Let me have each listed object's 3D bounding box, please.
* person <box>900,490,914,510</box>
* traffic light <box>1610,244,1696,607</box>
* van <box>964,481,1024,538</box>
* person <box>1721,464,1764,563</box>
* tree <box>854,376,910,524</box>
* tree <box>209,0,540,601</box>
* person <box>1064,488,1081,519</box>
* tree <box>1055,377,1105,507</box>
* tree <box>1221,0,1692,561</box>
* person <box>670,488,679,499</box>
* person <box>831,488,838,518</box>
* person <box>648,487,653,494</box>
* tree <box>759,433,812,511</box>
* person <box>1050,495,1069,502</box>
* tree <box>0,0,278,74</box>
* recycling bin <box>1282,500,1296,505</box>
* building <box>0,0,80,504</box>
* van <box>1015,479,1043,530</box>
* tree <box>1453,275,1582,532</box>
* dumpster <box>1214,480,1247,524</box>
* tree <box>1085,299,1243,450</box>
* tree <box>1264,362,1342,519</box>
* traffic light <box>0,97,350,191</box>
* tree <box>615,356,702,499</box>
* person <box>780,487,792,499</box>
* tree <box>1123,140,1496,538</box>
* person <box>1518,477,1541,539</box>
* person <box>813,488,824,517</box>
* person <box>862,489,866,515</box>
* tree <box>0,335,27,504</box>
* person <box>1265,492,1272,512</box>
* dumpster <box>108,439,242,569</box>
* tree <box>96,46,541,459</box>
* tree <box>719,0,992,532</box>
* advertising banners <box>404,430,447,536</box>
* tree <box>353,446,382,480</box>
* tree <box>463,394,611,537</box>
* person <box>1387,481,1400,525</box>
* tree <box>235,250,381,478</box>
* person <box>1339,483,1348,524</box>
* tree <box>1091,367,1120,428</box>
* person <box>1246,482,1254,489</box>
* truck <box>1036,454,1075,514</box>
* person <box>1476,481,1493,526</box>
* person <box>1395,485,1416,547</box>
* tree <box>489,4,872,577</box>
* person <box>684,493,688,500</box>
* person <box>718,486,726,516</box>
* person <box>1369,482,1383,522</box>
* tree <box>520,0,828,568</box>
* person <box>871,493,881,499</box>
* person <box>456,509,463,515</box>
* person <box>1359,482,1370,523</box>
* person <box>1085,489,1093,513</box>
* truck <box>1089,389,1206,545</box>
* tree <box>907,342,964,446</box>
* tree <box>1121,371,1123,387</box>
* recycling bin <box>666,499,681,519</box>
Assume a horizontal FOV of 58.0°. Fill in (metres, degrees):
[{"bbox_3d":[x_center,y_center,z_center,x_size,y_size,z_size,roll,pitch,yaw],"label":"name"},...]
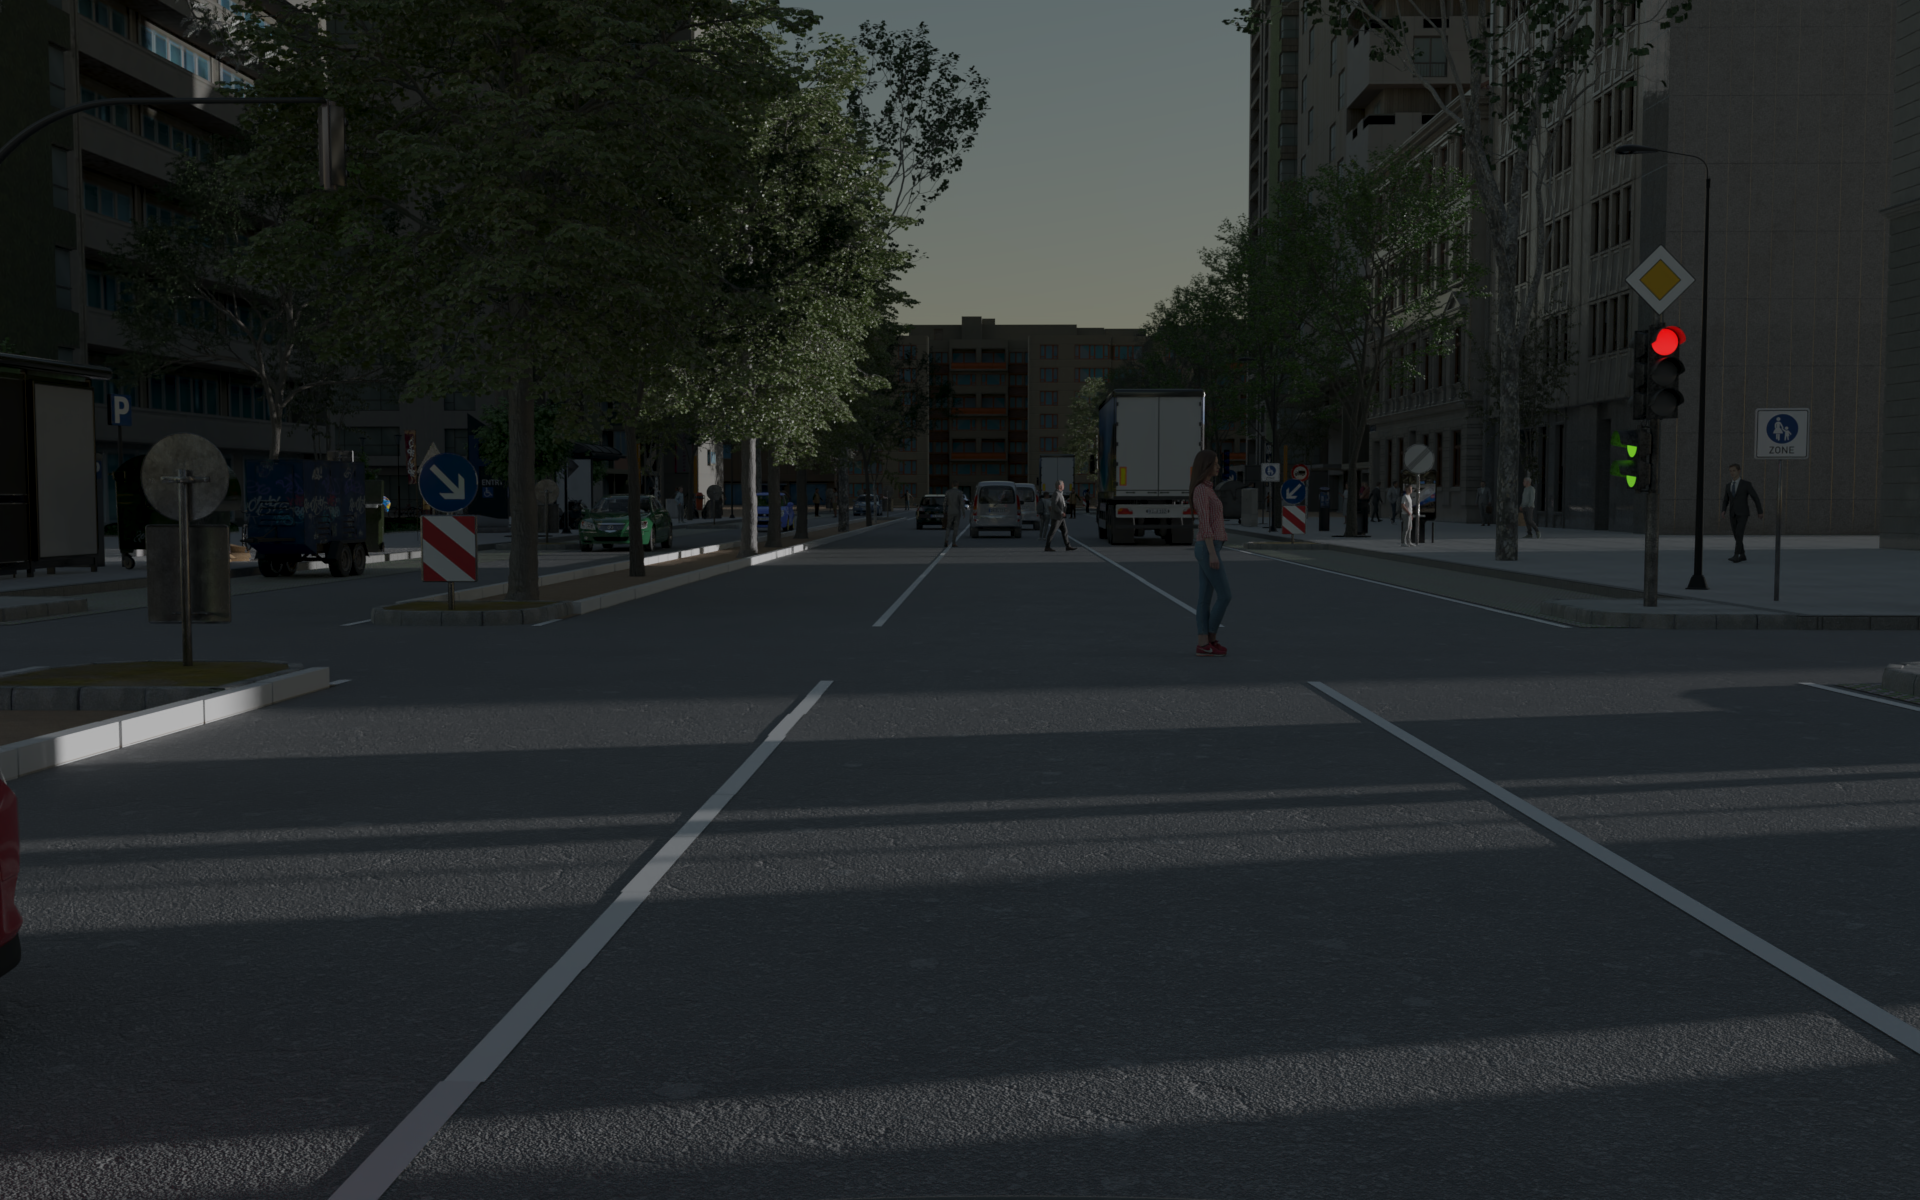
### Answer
[{"bbox_3d":[-4.695,-8.860,153.384,1.348,1.821,0.705,-2,4,-26],"label":"person"},{"bbox_3d":[7.862,-1.880,19.660,0.839,4.253,0.868,0,4,1],"label":"traffic light"},{"bbox_3d":[1.165,-3.093,57.584,2.013,2.044,4.112,0,4,-1],"label":"van"},{"bbox_3d":[14.542,-1.627,32.414,0.755,1.850,0.659,-2,4,-33],"label":"person"},{"bbox_3d":[-4.059,-7.975,83.208,4.737,8.622,4.395,0,3,0],"label":"tree"},{"bbox_3d":[-5.665,-6.211,22.128,7.486,12.596,7.792,0,3,0],"label":"tree"},{"bbox_3d":[6.574,-5.656,101.073,1.348,1.812,0.705,3,5,40],"label":"person"},{"bbox_3d":[13.077,-15.296,168.220,7.486,12.596,7.792,0,3,0],"label":"tree"},{"bbox_3d":[9.098,-10.816,32.727,12.611,20.169,13.585,0,3,0],"label":"tree"},{"bbox_3d":[-19.736,-6.938,120.267,1.217,1.735,0.721,3,5,41],"label":"person"},{"bbox_3d":[-7.653,-5.936,105.548,0.705,1.824,1.348,-1,4,-15],"label":"person"},{"bbox_3d":[-19.249,-6.154,107.379,0.721,1.735,1.217,1,4,21],"label":"person"},{"bbox_3d":[-12.220,-12.636,132.355,9.928,11.665,9.643,0,3,0],"label":"tree"},{"bbox_3d":[6.202,-6.071,108.280,1.217,1.766,0.721,1,4,12],"label":"person"},{"bbox_3d":[-6.186,-5.755,6.926,12.009,13.543,11.850,0,3,0],"label":"tree"},{"bbox_3d":[12.936,-3.456,69.059,0.722,1.027,0.722,2,4,32],"label":"recycling bin"},{"bbox_3d":[-29.873,-16.249,37.381,14.160,30.474,14.107,0,4,1],"label":"building"},{"bbox_3d":[2.392,-3.839,69.771,2.013,2.044,4.112,0,4,1],"label":"van"},{"bbox_3d":[18.753,-6.559,57.610,4.360,8.622,3.978,0,3,0],"label":"tree"},{"bbox_3d":[11.462,-4.123,73.166,1.264,1.857,1.865,0,4,1],"label":"dumpster"},{"bbox_3d":[13.072,-12.089,108.026,12.009,13.543,11.850,0,3,0],"label":"tree"},{"bbox_3d":[17.985,-8.542,90.018,4.360,8.622,3.978,0,3,0],"label":"tree"},{"bbox_3d":[-9.502,-2.776,20.053,4.771,5.953,1.251,0,4,1],"label":"traffic light"},{"bbox_3d":[-13.437,-7.737,76.868,4.737,8.622,4.395,0,3,0],"label":"tree"},{"bbox_3d":[-13.681,-7.819,133.886,1.348,1.823,0.705,-1,4,-12],"label":"person"},{"bbox_3d":[11.777,-7.663,51.038,9.928,11.665,9.643,0,3,0],"label":"tree"},{"bbox_3d":[16.460,-2.669,50.165,0.515,1.767,0.782,-1,4,-8],"label":"person"},{"bbox_3d":[-8.989,-6.151,109.158,0.705,1.812,1.348,2,4,24],"label":"person"},{"bbox_3d":[-6.572,-6.769,119.315,0.705,1.807,1.348,1,4,21],"label":"person"},{"bbox_3d":[-19.779,-3.197,35.986,4.285,4.588,4.351,0,3,0],"label":"tree"},{"bbox_3d":[22.017,-6.993,123.633,1.065,1.426,0.557,-3,5,-42],"label":"person"},{"bbox_3d":[-13.675,-1.694,30.195,1.502,2.255,1.985,0,4,1],"label":"dumpster"},{"bbox_3d":[-14.005,-6.183,35.501,7.601,10.594,8.767,1,4,9],"label":"tree"},{"bbox_3d":[-5.592,-12.684,65.731,12.611,20.169,13.585,0,3,0],"label":"tree"},{"bbox_3d":[-14.339,-3.092,46.734,2.074,3.025,0.090,3,4,37],"label":"advertising banners"},{"bbox_3d":[-23.935,-4.580,69.481,1.663,3.219,1.824,0,3,0],"label":"tree"},{"bbox_3d":[-13.052,-4.179,52.036,4.285,4.588,4.351,0,3,0],"label":"tree"},{"bbox_3d":[18.075,-4.057,72.218,0.661,1.843,0.795,-1,4,-19],"label":"person"},{"bbox_3d":[-18.045,-6.014,48.698,4.360,8.622,3.978,0,3,0],"label":"tree"},{"bbox_3d":[16.392,-4.095,73.570,0.524,1.755,0.480,-3,5,-41],"label":"person"},{"bbox_3d":[12.118,-9.573,82.274,9.928,11.665,9.643,0,3,0],"label":"tree"},{"bbox_3d":[12.593,-4.230,75.229,0.654,1.822,0.581,-3,5,-44],"label":"person"},{"bbox_3d":[7.076,-8.484,127.628,2.839,4.237,11.283,0,4,2],"label":"truck"},{"bbox_3d":[20.981,-3.865,69.349,0.709,1.813,0.853,2,4,30],"label":"person"},{"bbox_3d":[10.926,-2.059,42.308,0.523,1.515,0.503,0,4,-1],"label":"person"},{"bbox_3d":[-5.550,-5.695,29.989,8.767,10.594,7.601,0,4,1],"label":"tree"},{"bbox_3d":[-20.770,-7.756,132.875,0.705,1.821,1.348,1,4,22],"label":"person"},{"bbox_3d":[-14.340,-5.893,103.116,1.217,1.735,0.721,3,4,38],"label":"person"},{"bbox_3d":[19.025,-4.472,78.938,0.755,1.850,0.659,-1,4,-18],"label":"person"},{"bbox_3d":[-4.826,-7.232,38.832,7.486,12.596,7.792,0,3,0],"label":"tree"},{"bbox_3d":[-6.749,-7.770,135.528,1.348,1.826,0.705,-1,4,-18],"label":"person"},{"bbox_3d":[-23.066,-4.452,79.398,0.524,1.755,0.480,-2,4,-28],"label":"person"},{"bbox_3d":[17.675,-4.255,75.587,0.573,1.828,0.580,-2,4,-30],"label":"person"},{"bbox_3d":[9.722,-7.514,131.363,0.705,1.823,1.348,-1,4,-19],"label":"person"},{"bbox_3d":[5.485,-3.850,51.863,2.839,4.237,11.283,0,4,2],"label":"truck"},{"bbox_3d":[-3.963,-8.520,76.178,8.767,10.594,7.601,0,4,1],"label":"tree"},{"bbox_3d":[11.799,-8.494,64.639,9.928,11.665,9.643,0,3,0],"label":"tree"},{"bbox_3d":[-15.037,-4.806,91.129,0.722,1.027,0.722,0,4,5],"label":"recycling bin"}]
